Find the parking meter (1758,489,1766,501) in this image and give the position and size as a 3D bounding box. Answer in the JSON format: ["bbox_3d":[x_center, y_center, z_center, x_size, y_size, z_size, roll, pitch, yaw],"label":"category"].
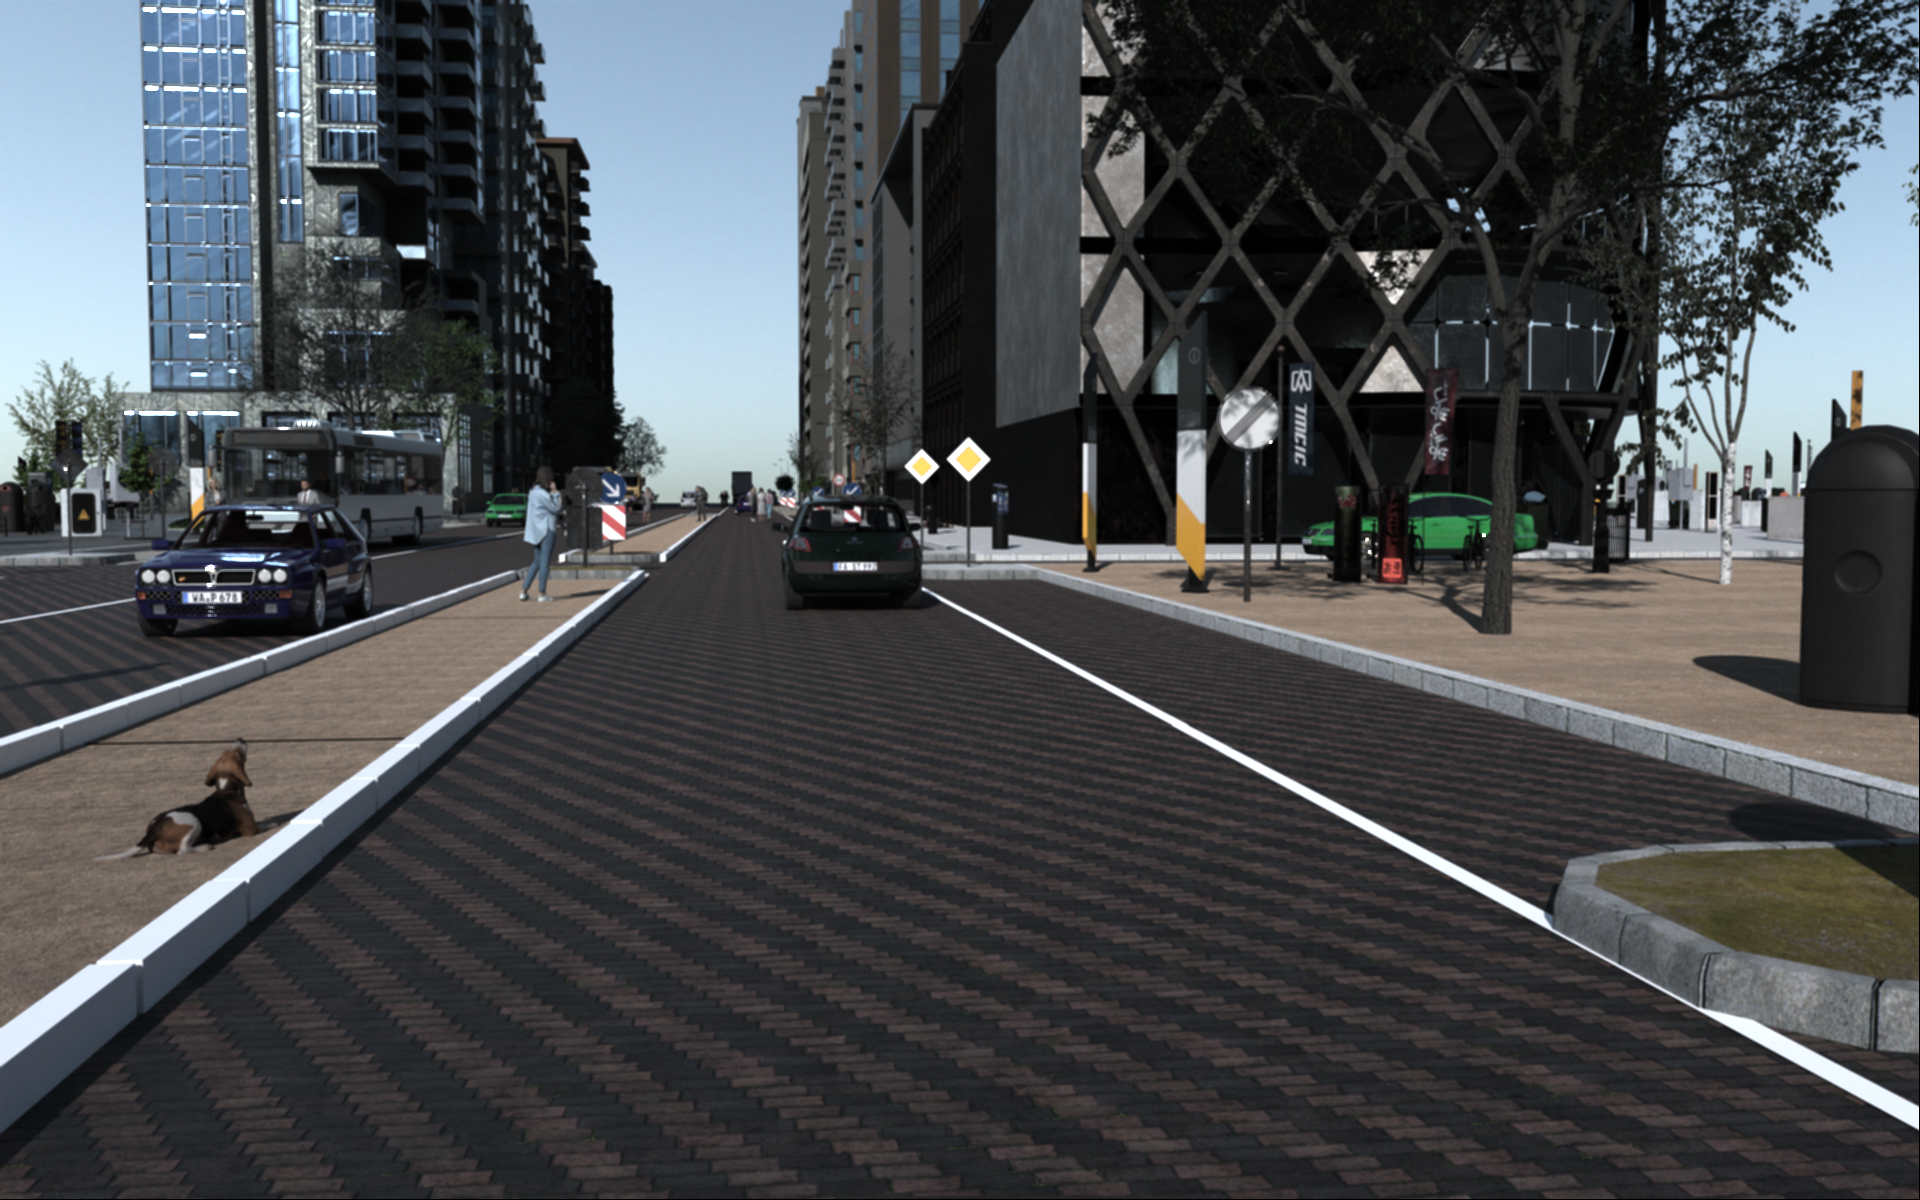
[{"bbox_3d":[41.194,-4.926,88.954,0.372,1.533,0.369,0,3,0],"label":"parking meter"}]

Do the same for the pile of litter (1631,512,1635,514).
[{"bbox_3d":[44.886,-6.105,113.789,1.719,0.858,1.176,0,4,-7],"label":"pile of litter"}]

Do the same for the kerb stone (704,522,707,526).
[{"bbox_3d":[-10.700,-3.041,71.919,0.120,0.150,1.000,0,4,-7],"label":"kerb stone"}]

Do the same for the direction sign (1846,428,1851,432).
[{"bbox_3d":[30.684,-4.119,59.348,0.876,3.537,0.379,-1,4,-10],"label":"direction sign"}]

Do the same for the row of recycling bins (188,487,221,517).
[{"bbox_3d":[-41.814,-5.470,96.547,3.534,1.692,1.069,3,4,37],"label":"row of recycling bins"}]

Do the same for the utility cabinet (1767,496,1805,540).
[{"bbox_3d":[23.449,-2.318,49.064,0.306,1.237,1.020,-3,5,-42],"label":"utility cabinet"}]

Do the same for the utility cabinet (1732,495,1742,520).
[{"bbox_3d":[36.505,-4.336,82.049,0.306,1.237,1.020,-2,4,-23],"label":"utility cabinet"}]

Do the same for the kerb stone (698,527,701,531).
[{"bbox_3d":[-9.559,-2.481,62.765,0.120,0.150,1.000,0,4,-7],"label":"kerb stone"}]

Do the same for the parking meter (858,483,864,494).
[{"bbox_3d":[-5.006,-4.943,86.535,0.399,1.863,0.255,0,4,5],"label":"parking meter"}]

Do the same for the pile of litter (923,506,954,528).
[{"bbox_3d":[-0.963,-3.166,65.730,1.176,0.858,1.719,-2,4,-34],"label":"pile of litter"}]

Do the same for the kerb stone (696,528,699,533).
[{"bbox_3d":[-9.173,-2.294,59.709,0.120,0.150,1.000,0,4,-7],"label":"kerb stone"}]

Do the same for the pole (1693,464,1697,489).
[{"bbox_3d":[50.286,-7.622,118.466,0.158,3.312,0.155,0,3,0],"label":"pole"}]

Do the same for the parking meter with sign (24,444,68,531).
[{"bbox_3d":[-32.111,-3.929,60.504,1.738,3.016,0.543,0,4,7],"label":"parking meter with sign"}]

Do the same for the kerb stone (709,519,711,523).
[{"bbox_3d":[-11.849,-3.602,81.094,0.120,0.150,1.000,0,4,-7],"label":"kerb stone"}]

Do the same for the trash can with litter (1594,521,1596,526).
[{"bbox_3d":[24.905,-3.620,70.237,2.233,1.210,1.678,3,4,37],"label":"trash can with litter"}]

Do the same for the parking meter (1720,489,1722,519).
[{"bbox_3d":[38.393,-4.827,87.336,0.372,1.533,0.369,0,3,0],"label":"parking meter"}]

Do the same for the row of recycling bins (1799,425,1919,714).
[{"bbox_3d":[6.148,-0.131,9.249,1.069,1.692,3.534,-2,4,-29],"label":"row of recycling bins"}]

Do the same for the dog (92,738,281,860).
[{"bbox_3d":[-3.160,0.802,7.077,0.748,0.427,0.550,-2,4,-27],"label":"dog"}]

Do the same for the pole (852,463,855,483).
[{"bbox_3d":[-6.869,-7.228,112.028,0.158,3.312,0.155,0,3,0],"label":"pole"}]

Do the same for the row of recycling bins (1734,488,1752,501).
[{"bbox_3d":[51.346,-6.440,112.411,3.534,1.692,1.069,2,4,35],"label":"row of recycling bins"}]

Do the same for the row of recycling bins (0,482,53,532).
[{"bbox_3d":[-32.575,-3.140,58.448,3.534,1.692,1.069,-1,4,-16],"label":"row of recycling bins"}]

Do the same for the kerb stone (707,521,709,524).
[{"bbox_3d":[-11.208,-3.288,75.986,0.120,0.150,1.000,0,4,-7],"label":"kerb stone"}]

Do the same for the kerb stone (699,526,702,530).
[{"bbox_3d":[-9.683,-2.543,63.781,0.120,0.150,1.000,0,4,-7],"label":"kerb stone"}]

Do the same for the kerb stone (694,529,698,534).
[{"bbox_3d":[-9.049,-2.229,58.695,0.120,0.150,1.000,0,4,-7],"label":"kerb stone"}]

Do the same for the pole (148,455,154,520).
[{"bbox_3d":[-40.102,-5.628,85.853,0.158,3.312,0.155,0,3,0],"label":"pole"}]

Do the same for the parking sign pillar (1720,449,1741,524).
[{"bbox_3d":[33.017,-5.257,74.425,1.447,3.967,1.447,2,4,27],"label":"parking sign pillar"}]

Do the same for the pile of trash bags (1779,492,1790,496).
[{"bbox_3d":[39.349,-4.431,82.195,1.912,1.369,3.447,2,4,33],"label":"pile of trash bags"}]

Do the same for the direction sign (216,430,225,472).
[{"bbox_3d":[-25.866,-4.245,61.395,0.876,3.537,0.379,-1,4,-13],"label":"direction sign"}]

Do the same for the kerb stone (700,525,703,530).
[{"bbox_3d":[-9.941,-2.666,65.813,0.120,0.150,1.000,0,4,-7],"label":"kerb stone"}]

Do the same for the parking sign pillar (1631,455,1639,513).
[{"bbox_3d":[46.082,-7.952,118.489,1.447,3.967,1.447,1,4,13],"label":"parking sign pillar"}]

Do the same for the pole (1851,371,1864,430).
[{"bbox_3d":[14.879,-2.138,28.799,0.158,3.312,0.155,0,3,0],"label":"pole"}]

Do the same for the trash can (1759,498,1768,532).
[{"bbox_3d":[27.262,-2.847,58.201,0.748,1.137,0.748,0,3,0],"label":"trash can"}]

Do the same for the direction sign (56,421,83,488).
[{"bbox_3d":[-27.778,-3.798,54.088,0.379,3.537,0.876,2,4,26],"label":"direction sign"}]

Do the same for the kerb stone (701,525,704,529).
[{"bbox_3d":[-10.065,-2.730,66.827,0.120,0.150,1.000,0,4,-7],"label":"kerb stone"}]

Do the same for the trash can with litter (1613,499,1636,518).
[{"bbox_3d":[36.245,-5.086,94.221,1.678,1.210,2.233,-3,4,-36],"label":"trash can with litter"}]

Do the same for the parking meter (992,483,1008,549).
[{"bbox_3d":[0.937,-1.950,40.296,0.372,1.533,0.369,0,3,0],"label":"parking meter"}]

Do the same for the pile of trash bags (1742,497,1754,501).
[{"bbox_3d":[43.192,-5.386,97.819,3.447,1.369,1.912,2,4,29],"label":"pile of trash bags"}]

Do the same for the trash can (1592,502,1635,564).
[{"bbox_3d":[12.110,-1.253,32.143,0.748,1.137,0.748,0,3,0],"label":"trash can"}]

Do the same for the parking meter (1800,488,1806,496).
[{"bbox_3d":[32.960,-3.639,67.915,0.372,1.533,0.369,0,3,0],"label":"parking meter"}]

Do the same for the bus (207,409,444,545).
[{"bbox_3d":[-16.178,-3.087,45.332,2.948,3.499,13.247,0,4,-5],"label":"bus"}]

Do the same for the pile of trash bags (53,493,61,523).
[{"bbox_3d":[-39.810,-4.124,77.178,1.912,1.369,3.447,0,4,1],"label":"pile of trash bags"}]

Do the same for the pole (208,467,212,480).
[{"bbox_3d":[-38.779,-5.856,89.589,0.158,3.312,0.155,0,3,0],"label":"pole"}]

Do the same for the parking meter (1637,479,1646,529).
[{"bbox_3d":[25.178,-3.556,63.844,0.255,1.863,0.399,-2,4,-32],"label":"parking meter"}]

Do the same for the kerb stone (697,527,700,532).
[{"bbox_3d":[-9.440,-2.419,61.746,0.120,0.150,1.000,0,4,-7],"label":"kerb stone"}]

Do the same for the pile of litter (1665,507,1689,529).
[{"bbox_3d":[26.949,-3.047,63.783,1.719,0.858,1.176,3,4,38],"label":"pile of litter"}]

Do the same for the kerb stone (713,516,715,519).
[{"bbox_3d":[-13.250,-4.285,92.265,0.120,0.150,1.000,0,4,-7],"label":"kerb stone"}]

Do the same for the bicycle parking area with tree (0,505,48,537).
[{"bbox_3d":[-32.422,-3.989,52.230,8.231,4.147,9.016,0,4,-2],"label":"bicycle parking area with tree"}]

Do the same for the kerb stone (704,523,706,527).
[{"bbox_3d":[-10.578,-2.979,70.899,0.120,0.150,1.000,0,4,-7],"label":"kerb stone"}]

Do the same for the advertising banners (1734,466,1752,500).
[{"bbox_3d":[47.991,-6.787,107.161,0.090,3.025,2.074,-3,4,-37],"label":"advertising banners"}]

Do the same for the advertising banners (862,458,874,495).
[{"bbox_3d":[-4.450,-5.334,83.404,0.090,3.025,2.074,-1,4,-16],"label":"advertising banners"}]

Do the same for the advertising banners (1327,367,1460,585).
[{"bbox_3d":[6.142,-1.739,24.618,0.090,3.025,2.074,-3,5,-44],"label":"advertising banners"}]

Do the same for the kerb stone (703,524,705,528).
[{"bbox_3d":[-10.326,-2.852,68.866,0.120,0.150,1.000,0,4,-7],"label":"kerb stone"}]
